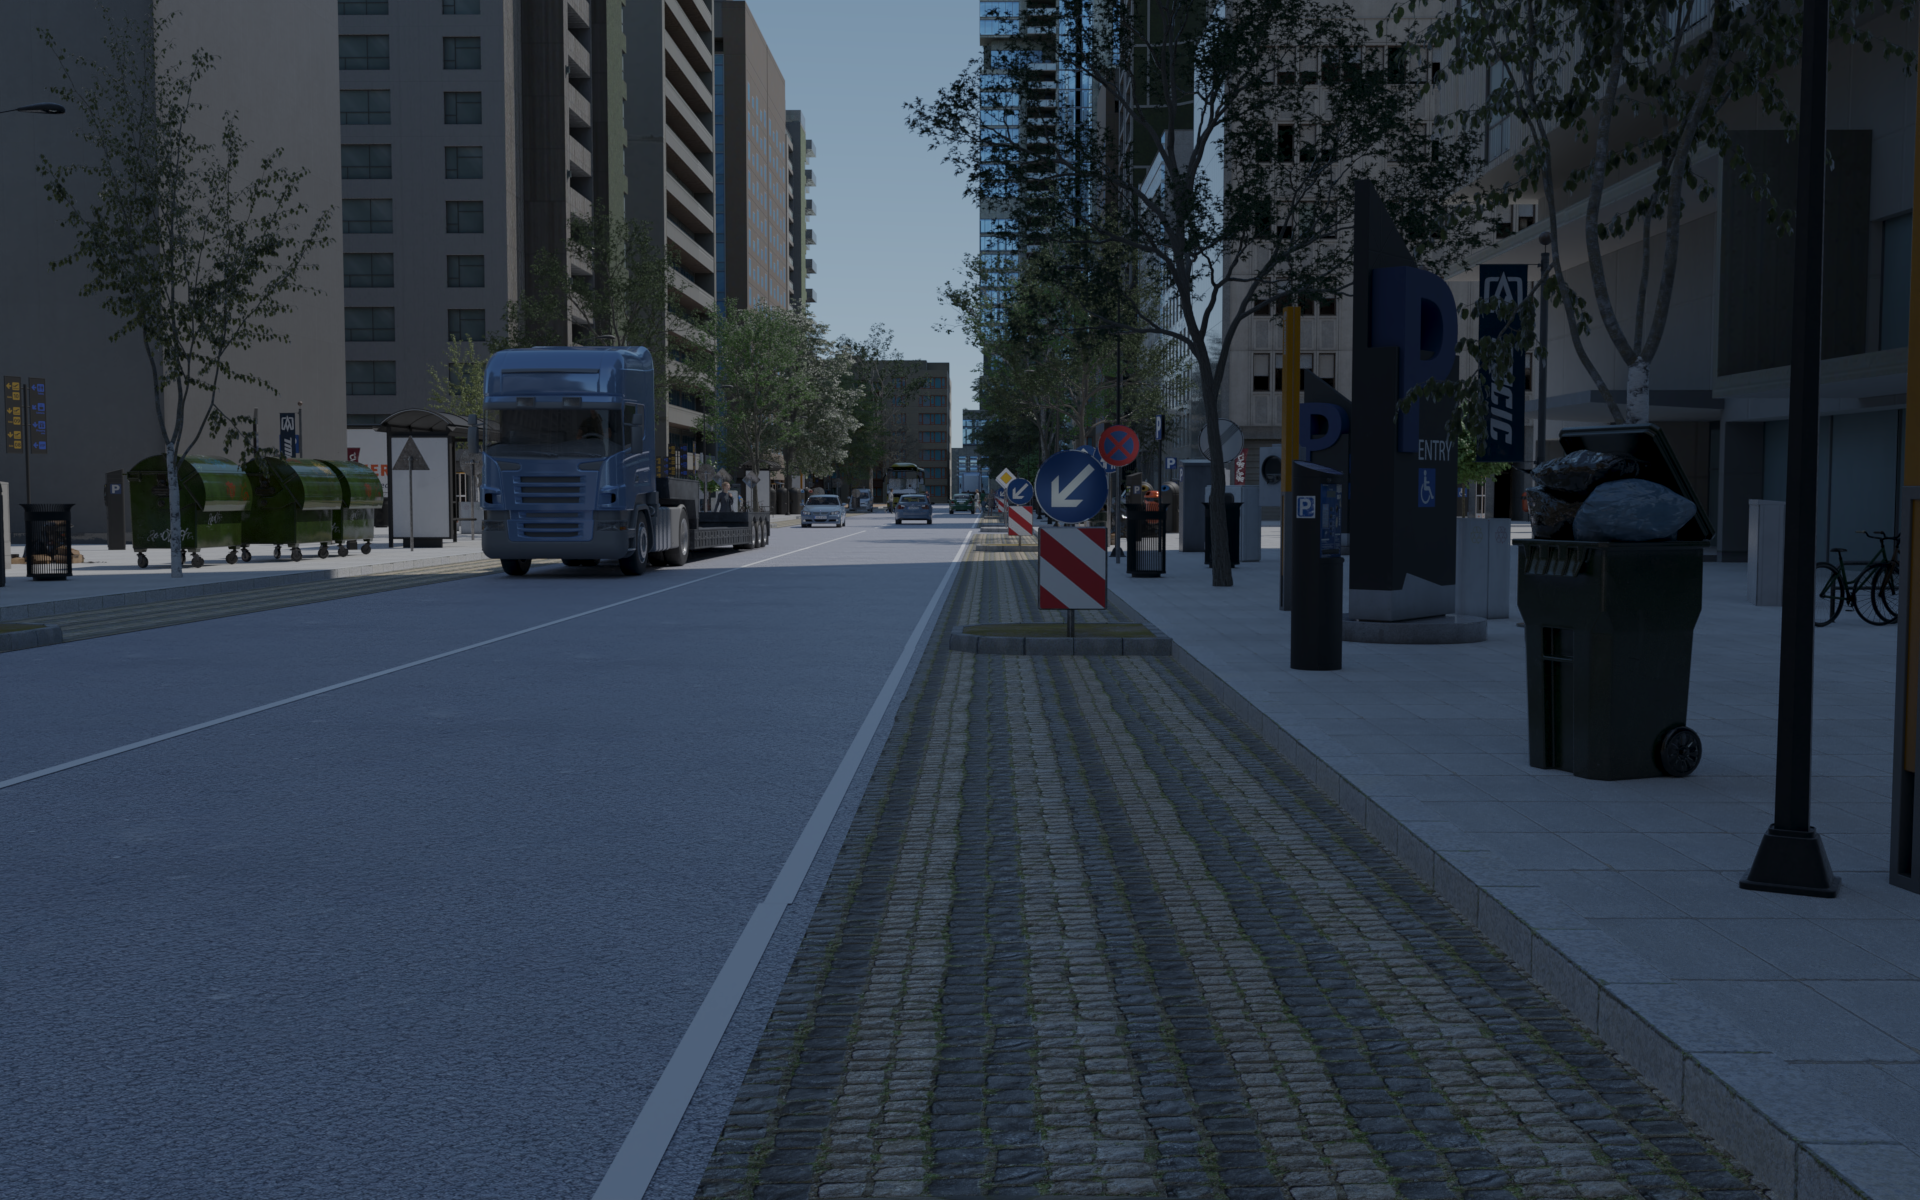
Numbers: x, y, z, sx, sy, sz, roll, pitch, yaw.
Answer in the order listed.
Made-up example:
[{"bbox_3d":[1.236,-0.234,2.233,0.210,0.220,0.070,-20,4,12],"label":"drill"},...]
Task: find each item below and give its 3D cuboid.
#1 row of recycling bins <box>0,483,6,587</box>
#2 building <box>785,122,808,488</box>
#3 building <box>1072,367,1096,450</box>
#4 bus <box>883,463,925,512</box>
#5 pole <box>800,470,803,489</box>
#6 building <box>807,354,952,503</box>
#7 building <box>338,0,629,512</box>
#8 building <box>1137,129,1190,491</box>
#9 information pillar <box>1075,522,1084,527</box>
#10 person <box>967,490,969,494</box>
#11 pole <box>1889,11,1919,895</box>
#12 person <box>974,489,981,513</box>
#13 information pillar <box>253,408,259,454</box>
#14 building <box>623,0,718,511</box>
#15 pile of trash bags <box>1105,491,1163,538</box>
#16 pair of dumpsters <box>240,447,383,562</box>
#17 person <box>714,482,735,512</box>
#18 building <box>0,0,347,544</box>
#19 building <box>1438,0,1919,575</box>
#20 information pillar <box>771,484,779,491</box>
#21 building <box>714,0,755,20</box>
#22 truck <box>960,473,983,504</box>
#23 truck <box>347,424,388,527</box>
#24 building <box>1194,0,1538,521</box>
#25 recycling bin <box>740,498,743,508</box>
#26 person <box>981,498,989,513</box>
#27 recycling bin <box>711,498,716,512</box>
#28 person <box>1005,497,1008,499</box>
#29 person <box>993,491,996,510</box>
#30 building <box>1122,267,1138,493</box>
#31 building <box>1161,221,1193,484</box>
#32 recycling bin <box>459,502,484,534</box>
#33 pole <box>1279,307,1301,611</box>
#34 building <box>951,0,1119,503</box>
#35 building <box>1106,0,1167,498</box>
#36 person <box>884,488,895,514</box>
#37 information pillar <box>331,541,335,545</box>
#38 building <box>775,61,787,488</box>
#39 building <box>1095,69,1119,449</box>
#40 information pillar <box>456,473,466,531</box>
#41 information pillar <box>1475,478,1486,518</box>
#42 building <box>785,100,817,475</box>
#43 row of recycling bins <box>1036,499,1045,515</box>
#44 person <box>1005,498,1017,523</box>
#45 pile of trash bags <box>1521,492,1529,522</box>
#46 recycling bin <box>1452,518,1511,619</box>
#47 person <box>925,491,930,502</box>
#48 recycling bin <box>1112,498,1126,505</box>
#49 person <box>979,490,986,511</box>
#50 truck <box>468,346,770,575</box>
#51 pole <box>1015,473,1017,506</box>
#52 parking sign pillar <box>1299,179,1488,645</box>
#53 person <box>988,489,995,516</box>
[{"bbox_3d":[-14.931,-1.006,23.566,3.534,1.692,1.069,-1,4,-11],"label":"row of recycling bins"},{"bbox_3d":[-24.104,-30.669,185.026,14.154,41.232,14.086,0,4,1],"label":"building"},{"bbox_3d":[27.585,-21.827,201.905,27.650,21.520,28.899,0,4,1],"label":"building"},{"bbox_3d":[-4.363,-9.083,140.057,2.896,3.916,12.252,0,4,2],"label":"bus"},{"bbox_3d":[-11.075,-7.774,120.954,0.158,3.312,0.155,0,3,0],"label":"pole"},{"bbox_3d":[-15.989,-25.084,255.154,28.899,21.520,27.650,0,4,1],"label":"building"},{"bbox_3d":[-25.296,-19.350,88.075,14.160,30.474,14.107,0,4,1],"label":"building"},{"bbox_3d":[19.420,-18.623,122.500,12.078,24.808,19.932,0,4,1],"label":"building"},{"bbox_3d":[3.242,-2.637,47.606,0.304,2.012,0.304,3,4,38],"label":"information pillar"},{"bbox_3d":[0.852,-10.201,175.271,0.705,1.826,1.348,-2,4,-30],"label":"person"},{"bbox_3d":[3.140,-0.714,5.525,0.158,3.312,0.155,0,3,0],"label":"pole"},{"bbox_3d":[1.297,-7.398,129.813,0.624,1.780,0.694,2,4,28],"label":"person"},{"bbox_3d":[-19.062,-3.400,46.950,0.183,3.616,0.504,-1,4,-16],"label":"information pillar"},{"bbox_3d":[-29.436,-30.441,121.407,21.300,48.544,21.600,0,4,1],"label":"building"},{"bbox_3d":[5.127,-2.505,50.702,1.912,1.369,3.447,-1,4,-16],"label":"pile of trash bags"},{"bbox_3d":[-13.023,-1.965,34.618,1.574,2.255,4.437,0,4,1],"label":"pair of dumpsters"},{"bbox_3d":[-6.658,-2.441,48.837,0.534,1.772,0.576,2,4,27],"label":"person"},{"bbox_3d":[-31.988,-15.725,50.614,24.014,27.812,14.314,0,4,1],"label":"building"},{"bbox_3d":[25.338,-26.950,29.872,28.713,52.752,27.495,0,4,1],"label":"building"},{"bbox_3d":[-13.369,-7.297,123.801,0.304,2.012,0.304,-3,5,-44],"label":"information pillar"},{"bbox_3d":[-25.073,-30.946,156.070,14.600,45.320,14.200,0,4,1],"label":"building"},{"bbox_3d":[1.360,-13.523,210.856,2.967,4.110,18.799,0,4,1],"label":"truck"},{"bbox_3d":[-26.534,-4.990,70.506,11.283,4.237,2.839,0,4,3],"label":"truck"},{"bbox_3d":[22.304,-16.431,86.675,19.932,24.808,12.078,0,4,1],"label":"building"},{"bbox_3d":[-13.688,-5.667,105.209,0.722,1.027,0.722,3,5,41],"label":"recycling bin"},{"bbox_3d":[1.849,-7.170,131.222,1.012,1.151,0.738,2,4,34],"label":"person"},{"bbox_3d":[-16.334,-6.390,117.028,0.722,1.027,0.722,2,4,31],"label":"recycling bin"},{"bbox_3d":[3.409,-7.442,130.448,0.793,1.790,0.793,0,4,-3],"label":"person"},{"bbox_3d":[3.119,-9.001,156.602,0.436,1.711,0.756,0,4,7],"label":"person"},{"bbox_3d":[19.951,-19.013,140.540,12.332,23.373,15.834,0,4,1],"label":"building"},{"bbox_3d":[18.094,-15.228,103.735,10.420,20.320,16.860,0,4,1],"label":"building"},{"bbox_3d":[-15.757,-2.649,55.863,0.722,1.027,0.722,-1,4,-21],"label":"recycling bin"},{"bbox_3d":[3.617,-1.537,18.980,0.158,3.312,0.155,0,3,0],"label":"pole"},{"bbox_3d":[14.482,-57.273,249.076,31.000,86.520,22.319,0,4,1],"label":"building"},{"bbox_3d":[23.506,-44.188,160.718,20.563,71.187,20.611,0,4,1],"label":"building"},{"bbox_3d":[-5.062,-7.115,124.676,0.795,1.843,0.661,0,4,4],"label":"person"},{"bbox_3d":[-16.020,-2.406,43.830,0.304,2.012,0.304,0,4,-4],"label":"information pillar"},{"bbox_3d":[-24.822,-31.834,170.598,14.600,45.320,14.200,0,4,1],"label":"building"},{"bbox_3d":[21.464,-32.383,179.572,14.600,45.320,14.200,0,4,1],"label":"building"},{"bbox_3d":[-17.267,-3.382,59.788,0.304,2.012,0.304,2,4,26],"label":"information pillar"},{"bbox_3d":[21.999,-4.202,73.202,0.304,2.012,0.304,3,5,39],"label":"information pillar"},{"bbox_3d":[-32.660,-35.835,205.516,30.456,49.044,23.786,0,4,1],"label":"building"},{"bbox_3d":[5.845,-6.360,111.101,1.069,1.692,3.534,-1,4,-20],"label":"row of recycling bins"},{"bbox_3d":[2.545,-4.609,84.205,0.721,1.781,0.623,-3,5,-42],"label":"person"},{"bbox_3d":[27.566,-4.273,79.614,3.447,1.369,1.912,1,4,10],"label":"pile of trash bags"},{"bbox_3d":[5.203,-0.332,17.979,0.722,1.027,0.722,-2,4,-31],"label":"recycling bin"},{"bbox_3d":[-3.379,-10.553,181.496,0.683,1.767,0.568,0,4,-3],"label":"person"},{"bbox_3d":[9.517,-5.585,103.870,0.722,1.027,0.722,-1,4,-9],"label":"recycling bin"},{"bbox_3d":[1.926,-8.227,143.259,0.600,1.795,0.529,-2,4,-31],"label":"person"},{"bbox_3d":[-6.594,-2.916,37.437,2.967,4.110,18.799,0,4,2],"label":"truck"},{"bbox_3d":[4.671,-9.221,144.609,0.158,3.312,0.155,0,3,0],"label":"pole"},{"bbox_3d":[3.957,-1.644,15.353,1.447,3.967,1.447,3,5,40],"label":"parking sign pillar"},{"bbox_3d":[1.995,-6.212,110.404,0.599,1.781,0.374,-2,4,-30],"label":"person"}]
